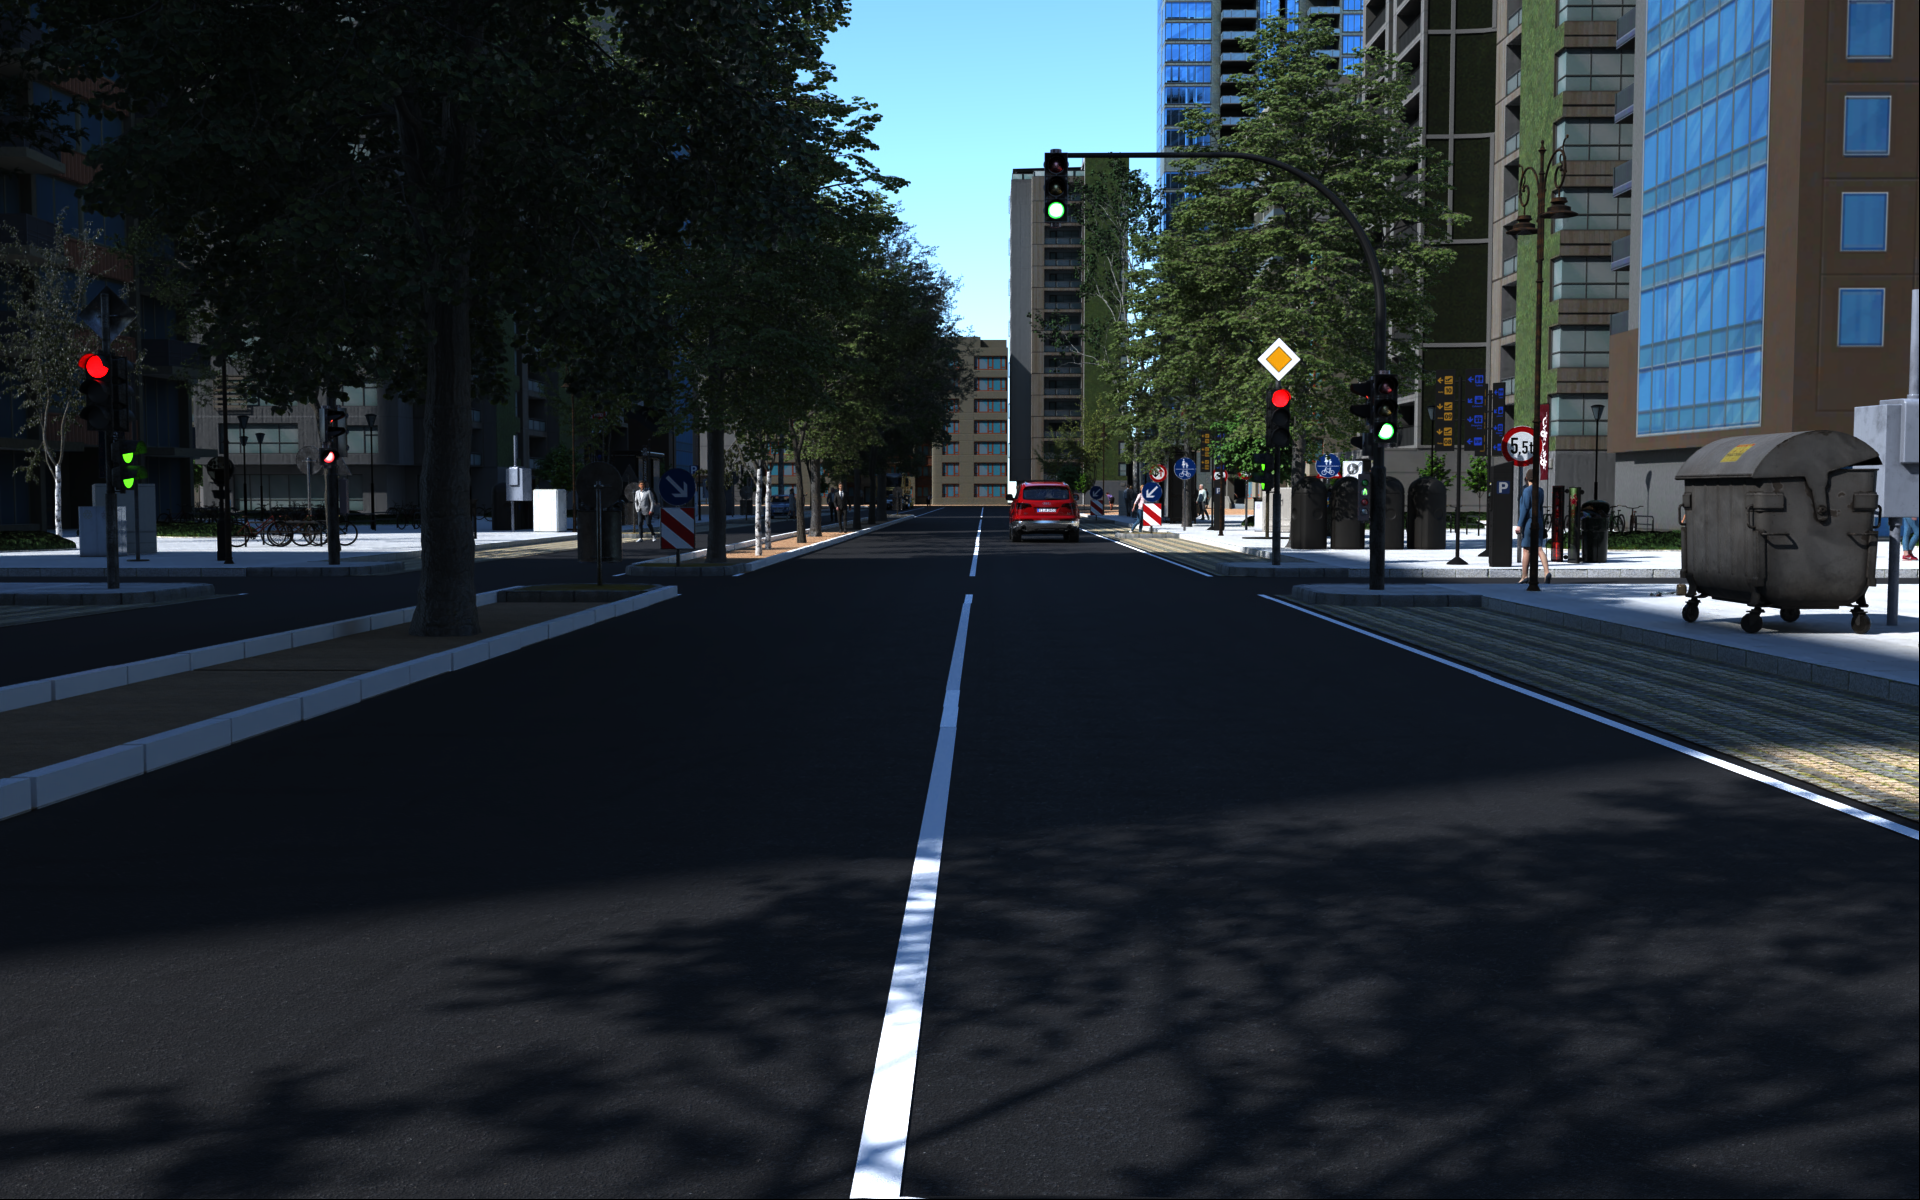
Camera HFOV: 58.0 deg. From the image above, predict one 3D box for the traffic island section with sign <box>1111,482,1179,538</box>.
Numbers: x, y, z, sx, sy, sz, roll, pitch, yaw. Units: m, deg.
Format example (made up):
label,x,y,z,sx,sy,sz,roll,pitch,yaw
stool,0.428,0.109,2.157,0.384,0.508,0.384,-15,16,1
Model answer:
label,x,y,z,sx,sy,sz,roll,pitch,yaw
traffic island section with sign,6.106,-2.942,56.732,1.989,1.847,2.006,0,4,1

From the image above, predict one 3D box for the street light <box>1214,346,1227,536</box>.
label,x,y,z,sx,sy,sz,roll,pitch,yaw
street light,8.052,-4.921,53.248,0.468,5.910,1.993,0,4,1

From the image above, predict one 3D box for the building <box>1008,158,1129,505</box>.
label,x,y,z,sx,sy,sz,roll,pitch,yaw
building,13.017,-32.232,210.594,14.086,41.232,14.154,0,4,1

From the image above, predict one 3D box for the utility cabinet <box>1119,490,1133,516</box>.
label,x,y,z,sx,sy,sz,roll,pitch,yaw
utility cabinet,9.945,-5.700,101.868,1.173,1.500,0.318,1,4,18

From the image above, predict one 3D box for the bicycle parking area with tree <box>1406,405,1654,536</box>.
label,x,y,z,sx,sy,sz,roll,pitch,yaw
bicycle parking area with tree,17.849,-4.209,55.813,8.231,4.147,9.016,1,4,18

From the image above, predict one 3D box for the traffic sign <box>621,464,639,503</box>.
label,x,y,z,sx,sy,sz,roll,pitch,yaw
traffic sign,-14.329,-4.587,74.998,0.884,2.594,0.081,1,4,10

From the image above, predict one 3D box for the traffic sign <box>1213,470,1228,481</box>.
label,x,y,z,sx,sy,sz,roll,pitch,yaw
traffic sign,12.441,-5.070,83.005,0.768,2.556,0.104,0,4,3

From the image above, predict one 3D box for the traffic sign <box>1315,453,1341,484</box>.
label,x,y,z,sx,sy,sz,roll,pitch,yaw
traffic sign,11.443,-3.291,53.918,0.768,2.556,0.104,0,4,8

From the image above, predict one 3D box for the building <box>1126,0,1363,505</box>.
label,x,y,z,sx,sy,sz,roll,pitch,yaw
building,36.232,-55.086,213.328,31.000,86.520,22.319,0,4,1

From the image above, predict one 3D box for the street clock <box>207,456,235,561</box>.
label,x,y,z,sx,sy,sz,roll,pitch,yaw
street clock,-14.217,-1.760,33.351,0.471,2.002,0.358,-1,4,-16

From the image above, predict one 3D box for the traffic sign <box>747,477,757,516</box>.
label,x,y,z,sx,sy,sz,roll,pitch,yaw
traffic sign,-12.340,-6.148,102.656,0.606,2.300,0.079,0,4,7

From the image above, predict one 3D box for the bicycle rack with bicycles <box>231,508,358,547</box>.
label,x,y,z,sx,sy,sz,roll,pitch,yaw
bicycle rack with bicycles,-16.428,-1.807,42.919,2.925,0.926,2.852,0,4,-8

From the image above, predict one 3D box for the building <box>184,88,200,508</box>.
label,x,y,z,sx,sy,sz,roll,pitch,yaw
building,-53.021,-28.206,153.049,23.993,40.220,32.217,0,4,1

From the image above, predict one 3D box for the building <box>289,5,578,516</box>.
label,x,y,z,sx,sy,sz,roll,pitch,yaw
building,-33.884,-26.293,113.487,14.154,41.232,14.086,0,4,1

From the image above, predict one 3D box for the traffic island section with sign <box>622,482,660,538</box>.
label,x,y,z,sx,sy,sz,roll,pitch,yaw
traffic island section with sign,-10.720,-2.943,56.753,1.989,1.847,2.006,0,4,1

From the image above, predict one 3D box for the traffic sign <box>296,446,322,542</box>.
label,x,y,z,sx,sy,sz,roll,pitch,yaw
traffic sign,-17.151,-2.785,45.644,0.768,2.556,0.104,1,4,9

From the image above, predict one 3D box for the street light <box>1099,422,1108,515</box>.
label,x,y,z,sx,sy,sz,roll,pitch,yaw
street light,8.783,-8.143,105.923,0.468,5.910,1.993,0,4,1

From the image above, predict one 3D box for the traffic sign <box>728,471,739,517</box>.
label,x,y,z,sx,sy,sz,roll,pitch,yaw
traffic sign,-12.646,-5.879,96.220,0.768,2.556,0.104,0,4,8

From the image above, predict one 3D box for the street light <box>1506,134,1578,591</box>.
label,x,y,z,sx,sy,sz,roll,pitch,yaw
street light,7.605,-3.058,22.787,0.468,5.910,1.993,0,4,1

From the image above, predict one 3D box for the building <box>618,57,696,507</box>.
label,x,y,z,sx,sy,sz,roll,pitch,yaw
building,-32.990,-31.268,161.349,14.200,45.320,14.600,0,4,1

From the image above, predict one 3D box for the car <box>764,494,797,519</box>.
label,x,y,z,sx,sy,sz,roll,pitch,yaw
car,-10.313,-5.404,100.364,2.014,1.417,4.499,0,4,0

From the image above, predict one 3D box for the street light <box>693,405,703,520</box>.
label,x,y,z,sx,sy,sz,roll,pitch,yaw
street light,-12.658,-6.804,84.036,0.468,5.910,1.993,0,4,1

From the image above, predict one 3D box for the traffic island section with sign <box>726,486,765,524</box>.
label,x,y,z,sx,sy,sz,roll,pitch,yaw
traffic island section with sign,-10.328,-4.594,83.735,1.989,1.847,2.006,0,4,1

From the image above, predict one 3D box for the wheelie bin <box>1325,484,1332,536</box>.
label,x,y,z,sx,sy,sz,roll,pitch,yaw
wheelie bin,11.141,-2.751,52.891,0.693,1.594,0.980,-1,4,-15

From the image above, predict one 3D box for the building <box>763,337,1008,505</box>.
label,x,y,z,sx,sy,sz,roll,pitch,yaw
building,-8.606,-22.820,218.143,28.899,21.520,27.650,0,4,1

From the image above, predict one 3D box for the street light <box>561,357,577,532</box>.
label,x,y,z,sx,sy,sz,roll,pitch,yaw
street light,-12.961,-5.217,58.085,0.468,5.910,1.993,0,4,1

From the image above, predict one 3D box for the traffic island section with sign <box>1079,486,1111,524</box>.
label,x,y,z,sx,sy,sz,roll,pitch,yaw
traffic island section with sign,6.511,-4.643,84.537,1.989,1.847,2.006,0,4,1

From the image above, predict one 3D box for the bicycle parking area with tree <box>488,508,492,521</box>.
label,x,y,z,sx,sy,sz,roll,pitch,yaw
bicycle parking area with tree,-24.105,-5.959,84.435,9.016,4.147,8.231,0,4,-4

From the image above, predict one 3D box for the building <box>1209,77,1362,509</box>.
label,x,y,z,sx,sy,sz,roll,pitch,yaw
building,39.492,-28.339,155.220,32.217,40.220,23.993,0,4,1

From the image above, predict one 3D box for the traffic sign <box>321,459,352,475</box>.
label,x,y,z,sx,sy,sz,roll,pitch,yaw
traffic sign,-17.622,-2.992,48.928,0.884,2.594,0.081,0,4,2

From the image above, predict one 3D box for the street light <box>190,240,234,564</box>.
label,x,y,z,sx,sy,sz,roll,pitch,yaw
street light,-13.448,-3.602,31.683,0.468,5.910,1.993,0,4,1

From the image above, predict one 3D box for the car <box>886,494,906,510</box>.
label,x,y,z,sx,sy,sz,roll,pitch,yaw
car,-5.721,-8.781,153.349,2.009,1.686,4.222,0,3,0

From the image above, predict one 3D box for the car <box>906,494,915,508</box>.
label,x,y,z,sx,sy,sz,roll,pitch,yaw
car,-5.564,-10.048,174.513,2.015,1.641,3.980,0,4,0

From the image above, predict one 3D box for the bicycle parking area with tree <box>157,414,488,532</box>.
label,x,y,z,sx,sy,sz,roll,pitch,yaw
bicycle parking area with tree,-23.526,-4.636,62.802,8.231,4.147,9.016,2,4,26

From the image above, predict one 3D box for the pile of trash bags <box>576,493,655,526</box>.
label,x,y,z,sx,sy,sz,roll,pitch,yaw
pile of trash bags,-13.977,-3.712,70.441,3.447,1.369,1.912,1,4,17

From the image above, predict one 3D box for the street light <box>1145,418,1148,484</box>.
label,x,y,z,sx,sy,sz,roll,pitch,yaw
street light,8.525,-6.525,79.471,0.468,5.910,1.993,0,4,1

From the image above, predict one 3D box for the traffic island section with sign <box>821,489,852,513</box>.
label,x,y,z,sx,sy,sz,roll,pitch,yaw
traffic island section with sign,-9.603,-7.632,133.416,1.989,1.847,2.006,0,4,1

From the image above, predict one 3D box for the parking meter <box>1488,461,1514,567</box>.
label,x,y,z,sx,sy,sz,roll,pitch,yaw
parking meter,9.506,-1.515,30.480,0.399,1.863,0.255,0,4,4

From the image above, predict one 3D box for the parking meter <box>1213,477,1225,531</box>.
label,x,y,z,sx,sy,sz,roll,pitch,yaw
parking meter,9.102,-3.377,60.927,0.399,1.863,0.255,1,4,16

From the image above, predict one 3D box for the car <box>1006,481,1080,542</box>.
label,x,y,z,sx,sy,sz,roll,pitch,yaw
car,2.548,-2.715,53.060,2.281,1.827,5.304,0,4,1

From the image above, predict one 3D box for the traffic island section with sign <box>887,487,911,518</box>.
label,x,y,z,sx,sy,sz,roll,pitch,yaw
traffic island section with sign,-3.874,-5.999,106.224,2.006,1.907,1.989,0,4,1

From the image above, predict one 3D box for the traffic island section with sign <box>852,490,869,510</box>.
label,x,y,z,sx,sy,sz,roll,pitch,yaw
traffic island section with sign,-9.207,-9.283,160.410,1.989,1.847,2.006,0,4,1

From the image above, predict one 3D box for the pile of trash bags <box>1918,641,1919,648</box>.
label,x,y,z,sx,sy,sz,roll,pitch,yaw
pile of trash bags,9.125,-0.206,13.128,3.447,1.369,1.912,3,5,41

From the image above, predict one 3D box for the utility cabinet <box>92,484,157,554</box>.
label,x,y,z,sx,sy,sz,roll,pitch,yaw
utility cabinet,-17.707,-1.714,36.706,1.173,1.500,0.318,-3,5,-39

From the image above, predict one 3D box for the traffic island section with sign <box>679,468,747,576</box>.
label,x,y,z,sx,sy,sz,roll,pitch,yaw
traffic island section with sign,-4.954,-1.404,31.093,2.006,1.907,1.989,0,4,1

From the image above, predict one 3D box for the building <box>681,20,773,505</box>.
label,x,y,z,sx,sy,sz,roll,pitch,yaw
building,-37.430,-41.098,213.947,28.212,58.520,21.231,0,4,1

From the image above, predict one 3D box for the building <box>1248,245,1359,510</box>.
label,x,y,z,sx,sy,sz,roll,pitch,yaw
building,37.395,-17.393,129.422,27.650,21.520,28.899,0,4,1

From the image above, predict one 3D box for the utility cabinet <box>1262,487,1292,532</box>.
label,x,y,z,sx,sy,sz,roll,pitch,yaw
utility cabinet,10.677,-2.999,57.717,1.173,1.500,0.318,2,4,30

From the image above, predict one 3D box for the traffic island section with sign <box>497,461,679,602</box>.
label,x,y,z,sx,sy,sz,roll,pitch,yaw
traffic island section with sign,-5.071,-0.951,23.687,2.006,1.907,1.989,0,4,1

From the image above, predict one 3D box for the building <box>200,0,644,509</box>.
label,x,y,z,sx,sy,sz,roll,pitch,yaw
building,-40.132,-33.318,133.984,28.713,52.752,27.495,0,4,1
